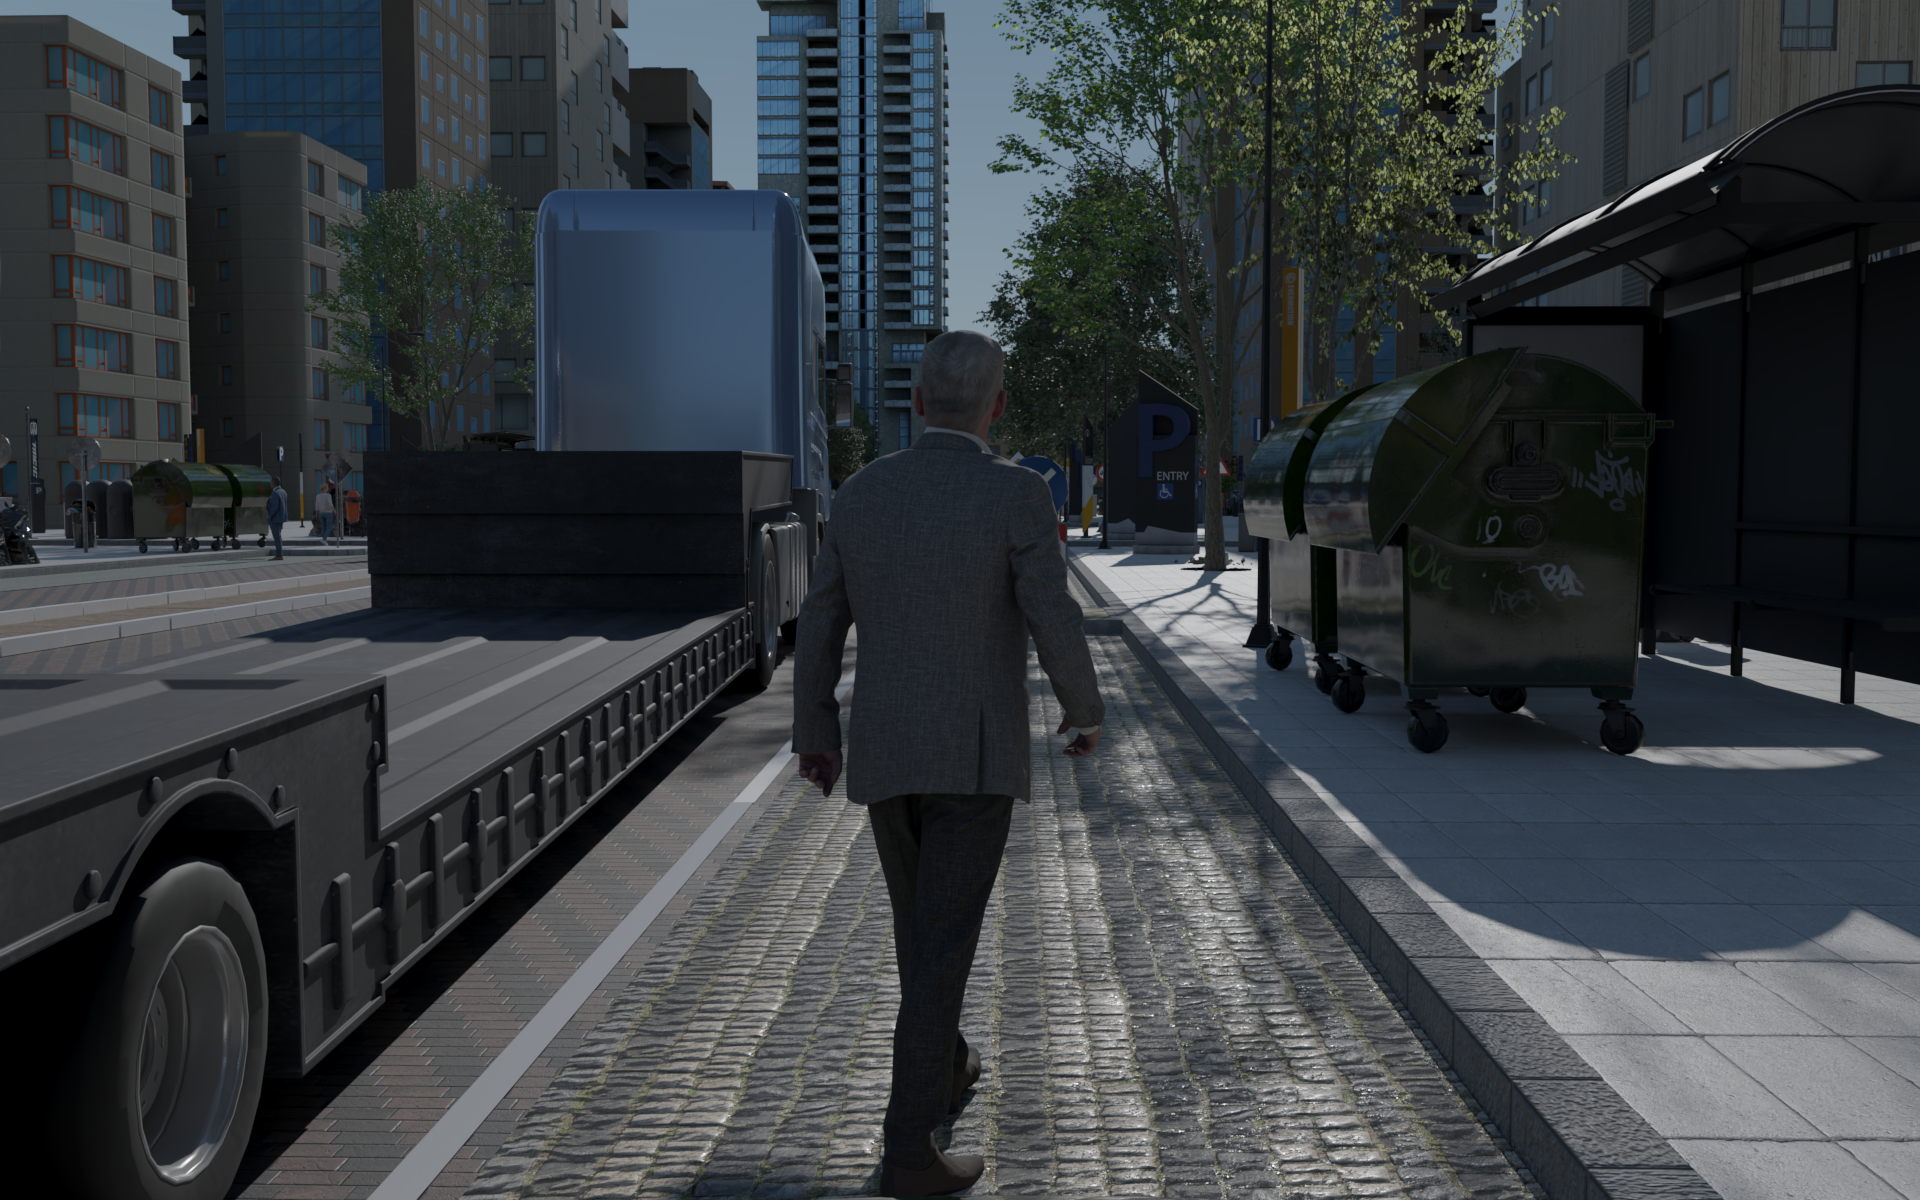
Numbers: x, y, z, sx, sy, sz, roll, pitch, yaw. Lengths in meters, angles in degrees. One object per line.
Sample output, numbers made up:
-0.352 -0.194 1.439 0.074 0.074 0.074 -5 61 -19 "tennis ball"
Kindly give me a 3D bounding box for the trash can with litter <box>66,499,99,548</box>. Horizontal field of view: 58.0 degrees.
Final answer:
-20.868 -1.824 41.210 0.624 1.170 1.055 -1 4 -21 "trash can with litter"

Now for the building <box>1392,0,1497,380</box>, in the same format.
26.509 -28.456 115.368 14.600 45.320 14.200 0 4 2 "building"

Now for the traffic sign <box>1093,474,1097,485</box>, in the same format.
8.096 -6.543 107.084 0.768 2.556 0.104 0 4 4 "traffic sign"

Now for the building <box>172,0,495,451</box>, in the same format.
-37.757 -27.895 106.197 14.600 45.320 14.200 0 4 2 "building"

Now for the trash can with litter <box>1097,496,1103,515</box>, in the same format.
8.591 -5.767 105.671 0.624 1.170 1.055 -1 4 -16 "trash can with litter"

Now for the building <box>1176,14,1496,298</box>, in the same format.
35.960 -35.546 170.421 28.713 52.752 27.495 0 4 2 "building"

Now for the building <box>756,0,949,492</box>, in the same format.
-14.538 -56.176 231.142 31.000 86.520 22.319 0 4 2 "building"

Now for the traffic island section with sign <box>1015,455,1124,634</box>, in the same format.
0.704 -0.607 18.555 1.989 1.847 2.006 0 4 2 "traffic island section with sign"

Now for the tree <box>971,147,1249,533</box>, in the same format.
4.936 -8.591 57.475 9.611 12.733 9.660 0 3 0 "tree"

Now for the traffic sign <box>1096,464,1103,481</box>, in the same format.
5.982 -4.356 71.330 0.768 2.556 0.104 0 4 5 "traffic sign"

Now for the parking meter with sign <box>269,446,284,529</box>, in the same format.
-25.598 -4.090 63.128 1.738 3.016 0.543 0 4 -5 "parking meter with sign"

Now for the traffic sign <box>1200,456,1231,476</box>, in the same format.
7.346 -3.049 49.862 0.884 2.594 0.081 0 4 4 "traffic sign"

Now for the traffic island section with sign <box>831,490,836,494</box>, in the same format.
-11.064 -8.704 150.939 1.989 1.847 2.006 0 4 2 "traffic island section with sign"

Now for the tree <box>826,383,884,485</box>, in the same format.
-13.384 -15.369 168.287 9.611 12.733 9.660 0 3 0 "tree"

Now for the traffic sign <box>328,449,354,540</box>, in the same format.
-17.387 -2.968 48.641 0.768 2.556 0.104 0 4 7 "traffic sign"

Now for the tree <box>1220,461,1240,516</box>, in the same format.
15.234 -6.476 100.480 1.663 3.219 1.824 0 3 0 "tree"

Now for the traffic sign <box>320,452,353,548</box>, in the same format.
-14.818 -2.297 41.197 0.795 2.450 0.064 0 4 2 "traffic sign"

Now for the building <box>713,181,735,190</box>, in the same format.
-44.580 -35.451 234.255 28.867 44.769 22.147 0 4 2 "building"

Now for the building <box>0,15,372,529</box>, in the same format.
-45.501 -14.227 77.657 27.650 21.520 28.899 0 4 2 "building"

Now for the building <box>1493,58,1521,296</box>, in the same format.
66.700 -33.578 172.698 21.600 48.544 21.300 0 4 2 "building"

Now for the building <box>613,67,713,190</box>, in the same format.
-33.835 -32.394 179.749 14.200 45.320 14.600 0 4 2 "building"

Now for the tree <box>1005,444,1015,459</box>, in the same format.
9.475 -17.995 200.868 9.857 13.997 8.962 0 3 0 "tree"

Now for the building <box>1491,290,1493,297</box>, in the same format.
65.015 -27.822 226.585 14.107 30.474 14.160 0 4 2 "building"

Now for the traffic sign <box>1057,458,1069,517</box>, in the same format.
6.086 -6.275 96.476 2.265 3.308 0.079 0 4 6 "traffic sign"

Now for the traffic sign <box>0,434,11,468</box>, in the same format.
-19.965 -2.182 35.785 0.768 2.556 0.104 0 4 5 "traffic sign"

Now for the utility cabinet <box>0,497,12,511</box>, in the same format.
-19.255 -1.430 34.541 1.020 1.237 0.306 3 5 40 "utility cabinet"

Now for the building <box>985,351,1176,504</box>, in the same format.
16.033 -23.836 234.751 28.899 21.520 27.650 0 4 2 "building"

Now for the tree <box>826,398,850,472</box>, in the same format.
-13.562 -13.525 155.545 8.767 10.594 7.601 1 4 11 "tree"

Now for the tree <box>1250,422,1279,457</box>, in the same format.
13.617 -5.389 71.822 4.285 4.588 4.351 0 3 0 "tree"

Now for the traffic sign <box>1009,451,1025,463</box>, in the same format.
1.368 -2.265 40.669 0.795 2.450 0.064 0 4 2 "traffic sign"

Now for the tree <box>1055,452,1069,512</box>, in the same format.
5.656 -8.725 93.016 4.737 8.622 4.395 0 3 0 "tree"

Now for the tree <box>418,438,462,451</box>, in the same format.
-28.934 -6.910 96.693 4.285 4.588 4.351 0 3 0 "tree"

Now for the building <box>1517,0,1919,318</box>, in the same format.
40.894 -29.626 73.623 27.495 52.752 28.713 0 4 2 "building"

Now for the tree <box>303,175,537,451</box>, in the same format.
-16.792 -7.937 55.532 9.928 11.665 9.643 0 3 0 "tree"

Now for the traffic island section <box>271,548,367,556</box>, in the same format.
-14.842 -1.161 41.259 2.009 0.180 2.903 0 4 2 "traffic island section"

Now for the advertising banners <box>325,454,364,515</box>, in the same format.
-26.516 -4.844 75.382 2.074 3.025 0.090 -2 4 -27 "advertising banners"

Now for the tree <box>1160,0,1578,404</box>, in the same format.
4.198 -4.173 18.587 4.360 8.622 3.978 0 3 0 "tree"

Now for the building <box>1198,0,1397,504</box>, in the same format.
28.349 -30.563 149.819 14.600 45.320 14.200 0 4 2 "building"

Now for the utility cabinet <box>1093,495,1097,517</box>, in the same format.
7.328 -5.310 97.983 0.306 1.237 1.020 3 5 41 "utility cabinet"

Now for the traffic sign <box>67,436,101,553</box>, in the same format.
-19.124 -2.306 37.817 0.768 2.556 0.104 0 4 3 "traffic sign"

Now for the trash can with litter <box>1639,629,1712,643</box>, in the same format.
6.369 -0.231 15.162 1.055 1.170 0.624 0 4 -1 "trash can with litter"

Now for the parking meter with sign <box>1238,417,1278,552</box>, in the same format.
6.639 -2.599 38.761 0.543 3.016 1.738 1 4 23 "parking meter with sign"

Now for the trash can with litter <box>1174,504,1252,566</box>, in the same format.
4.835 -1.292 32.181 1.678 1.210 2.233 1 4 17 "trash can with litter"

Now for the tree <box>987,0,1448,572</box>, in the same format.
4.290 -6.304 28.829 9.928 11.665 9.643 0 3 0 "tree"

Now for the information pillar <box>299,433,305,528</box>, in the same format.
-25.115 -4.567 66.031 0.183 3.616 0.504 -1 4 -23 "information pillar"

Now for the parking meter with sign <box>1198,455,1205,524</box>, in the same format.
10.437 -4.842 75.424 0.543 3.016 1.738 1 4 14 "parking meter with sign"

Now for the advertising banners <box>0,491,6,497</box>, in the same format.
-35.270 -4.028 62.050 0.090 3.025 2.074 2 4 34 "advertising banners"

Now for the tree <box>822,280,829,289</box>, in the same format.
-16.076 -16.506 125.768 12.611 20.169 13.585 0 3 0 "tree"

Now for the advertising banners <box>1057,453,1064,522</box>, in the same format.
4.291 -4.787 74.462 0.090 3.025 2.074 0 4 -6 "advertising banners"

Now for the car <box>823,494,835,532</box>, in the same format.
-4.270 -3.232 64.648 2.131 1.459 4.920 0 4 0 "car"

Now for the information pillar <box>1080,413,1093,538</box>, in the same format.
3.723 -3.621 50.558 0.183 3.616 0.504 2 4 35 "information pillar"

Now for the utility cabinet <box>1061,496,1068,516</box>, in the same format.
6.390 -5.616 102.991 1.020 1.237 0.306 1 4 16 "utility cabinet"

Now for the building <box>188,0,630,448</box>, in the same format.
-41.969 -33.570 138.107 28.713 52.752 27.495 0 4 2 "building"
